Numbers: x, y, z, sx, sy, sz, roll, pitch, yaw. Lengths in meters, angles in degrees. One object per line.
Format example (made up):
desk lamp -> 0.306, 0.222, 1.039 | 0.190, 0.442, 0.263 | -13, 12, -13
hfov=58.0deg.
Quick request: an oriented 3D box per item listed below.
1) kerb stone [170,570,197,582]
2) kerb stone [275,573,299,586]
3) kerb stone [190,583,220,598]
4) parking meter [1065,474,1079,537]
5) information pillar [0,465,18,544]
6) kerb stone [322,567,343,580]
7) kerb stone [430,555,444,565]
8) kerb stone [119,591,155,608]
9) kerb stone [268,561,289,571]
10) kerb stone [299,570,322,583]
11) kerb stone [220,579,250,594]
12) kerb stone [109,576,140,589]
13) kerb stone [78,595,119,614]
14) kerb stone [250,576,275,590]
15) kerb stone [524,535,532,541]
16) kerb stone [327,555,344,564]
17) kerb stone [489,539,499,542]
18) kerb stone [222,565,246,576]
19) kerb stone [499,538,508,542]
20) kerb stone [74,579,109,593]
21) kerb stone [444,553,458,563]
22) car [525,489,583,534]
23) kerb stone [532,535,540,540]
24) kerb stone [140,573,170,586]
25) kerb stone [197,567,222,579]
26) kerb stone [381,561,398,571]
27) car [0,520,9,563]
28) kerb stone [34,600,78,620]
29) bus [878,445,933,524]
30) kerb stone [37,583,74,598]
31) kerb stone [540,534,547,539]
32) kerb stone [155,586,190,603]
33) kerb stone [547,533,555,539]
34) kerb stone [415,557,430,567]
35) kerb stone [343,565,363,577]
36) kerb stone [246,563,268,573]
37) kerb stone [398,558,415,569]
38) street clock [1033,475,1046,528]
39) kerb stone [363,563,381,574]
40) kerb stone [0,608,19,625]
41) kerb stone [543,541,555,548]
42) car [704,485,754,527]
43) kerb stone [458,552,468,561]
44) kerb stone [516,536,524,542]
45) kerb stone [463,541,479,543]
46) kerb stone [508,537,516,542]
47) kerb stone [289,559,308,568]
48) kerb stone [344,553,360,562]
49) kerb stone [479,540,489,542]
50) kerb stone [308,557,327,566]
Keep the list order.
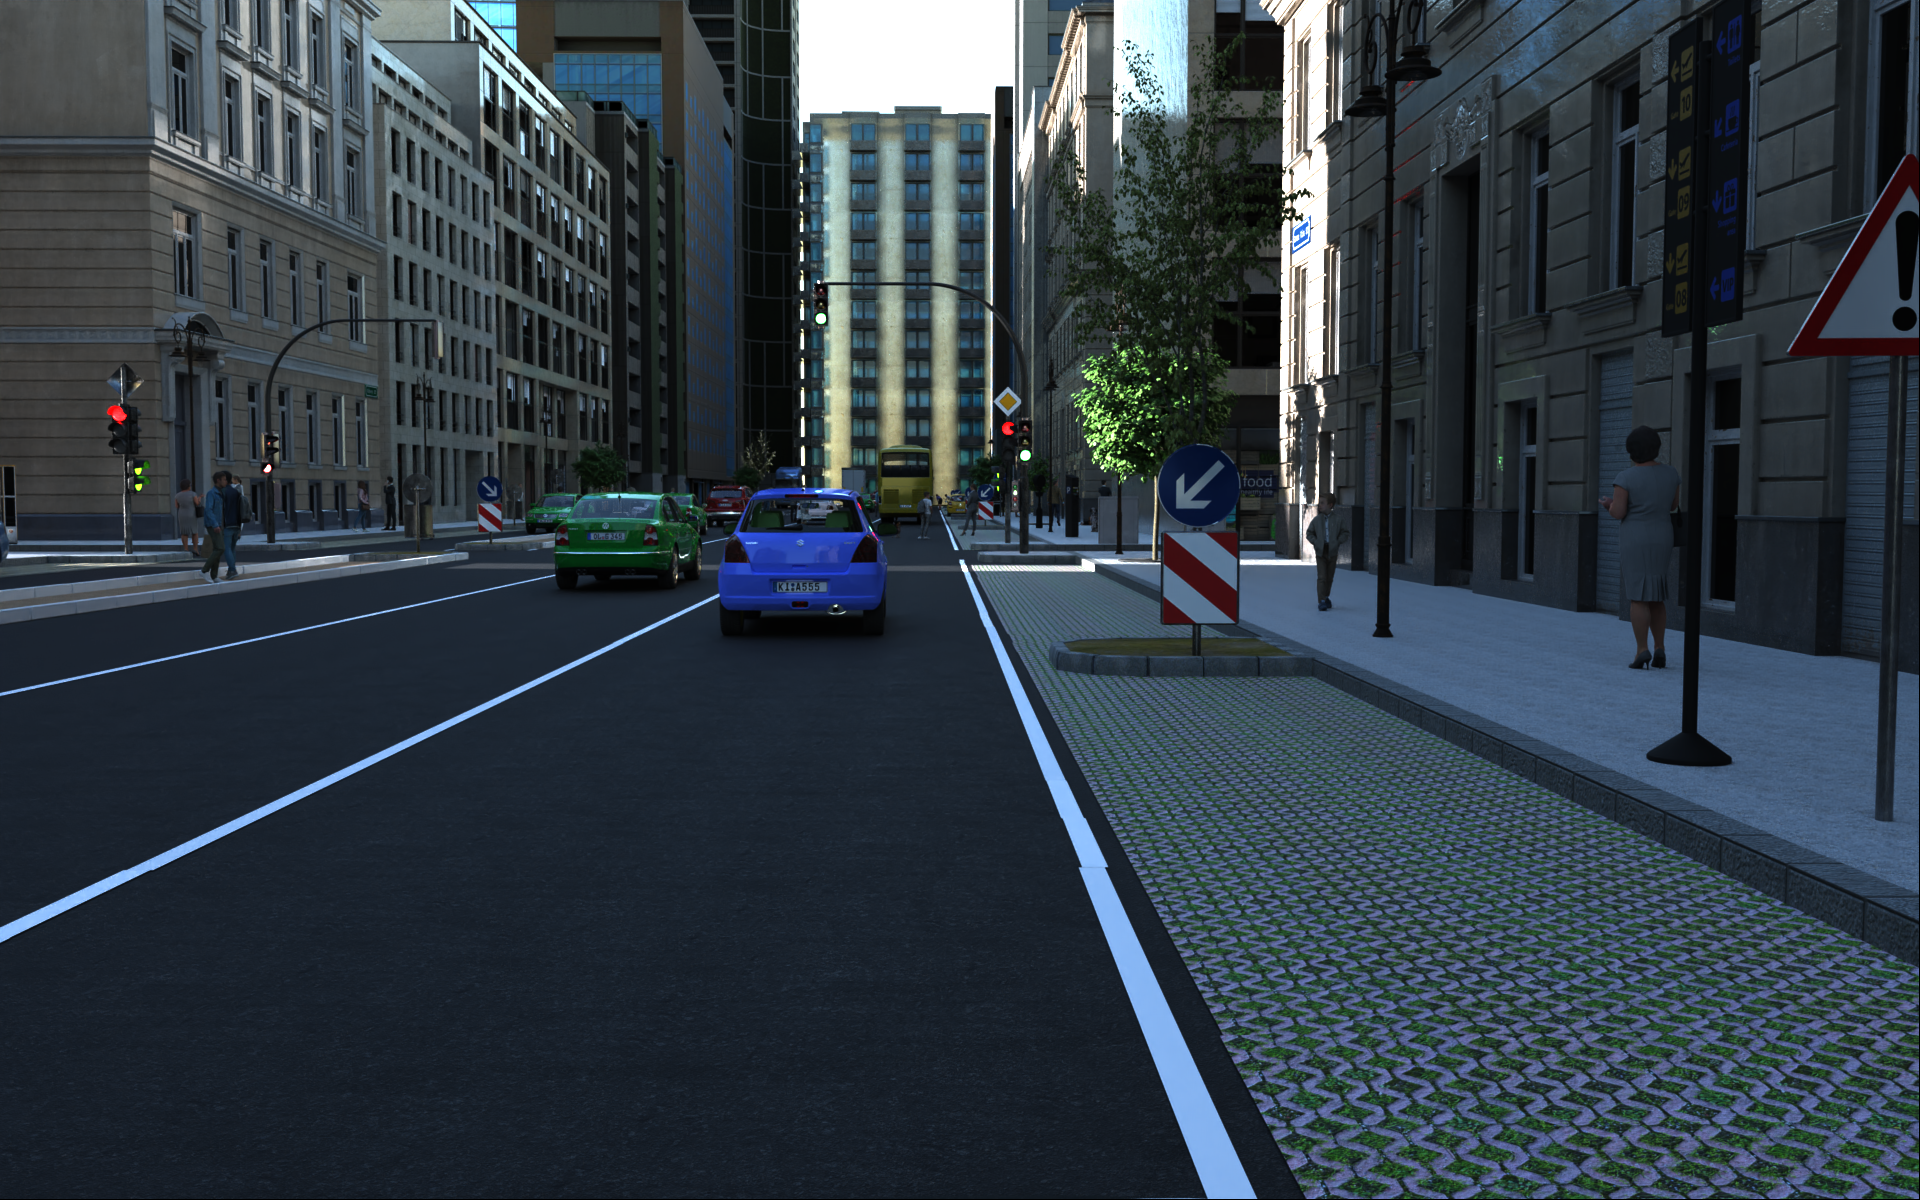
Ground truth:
kerb stone -> -12.820, -0.378, 28.368 | 0.120, 0.150, 1.000 | 0, 4, -1
kerb stone -> -10.701, -0.312, 27.309 | 0.120, 0.150, 1.000 | 0, 4, -1
kerb stone -> -10.653, -0.124, 24.236 | 0.120, 0.150, 1.000 | 0, 4, -1
parking meter -> 3.336, -2.801, 51.503 | 0.255, 1.863, 0.399 | -2, 4, -32
information pillar -> -24.284, -2.429, 44.202 | 0.304, 2.012, 0.304 | -3, 5, -42
kerb stone -> -10.730, -0.438, 29.353 | 0.120, 0.150, 1.000 | 0, 4, -1
kerb stone -> -10.832, -0.815, 35.514 | 0.120, 0.150, 1.000 | 0, 4, -1
kerb stone -> -10.631, 0.006, 22.190 | 0.120, 0.150, 1.000 | 0, 4, -1
kerb stone -> -12.876, -0.621, 32.467 | 0.120, 0.150, 1.000 | 0, 4, -1
kerb stone -> -10.712, -0.375, 28.331 | 0.120, 0.150, 1.000 | 0, 4, -1
kerb stone -> -10.661, -0.188, 25.265 | 0.120, 0.150, 1.000 | 0, 4, -1
kerb stone -> -12.790, -0.250, 26.316 | 0.120, 0.150, 1.000 | 0, 4, -1
kerb stone -> -10.605, 0.063, 21.161 | 0.120, 0.150, 1.000 | 0, 4, -1
kerb stone -> -10.680, -0.250, 26.287 | 0.120, 0.150, 1.000 | 0, 4, -1
kerb stone -> -13.190, -1.848, 52.407 | 0.120, 0.150, 1.000 | 0, 4, -1
kerb stone -> -12.932, -0.817, 35.546 | 0.120, 0.150, 1.000 | 0, 4, -1
kerb stone -> -13.123, -1.597, 48.301 | 0.120, 0.150, 1.000 | 0, 4, -1
kerb stone -> -12.854, -0.503, 30.423 | 0.120, 0.150, 1.000 | 0, 4, -1
kerb stone -> -13.144, -1.659, 49.329 | 0.120, 0.150, 1.000 | 0, 4, -1
kerb stone -> -12.763, -0.186, 25.286 | 0.120, 0.150, 1.000 | 0, 4, -1
kerb stone -> -10.848, -0.877, 36.537 | 0.120, 0.150, 1.000 | 0, 4, -1
car -> -14.768, -3.380, 64.064 | 1.959, 1.807, 4.718 | 0, 4, 1
kerb stone -> -13.207, -1.911, 53.435 | 0.120, 0.150, 1.000 | 0, 4, -1
kerb stone -> -12.802, -0.314, 27.346 | 0.120, 0.150, 1.000 | 0, 4, -1
kerb stone -> -12.834, -0.436, 29.396 | 0.120, 0.150, 1.000 | 0, 4, -1
kerb stone -> -10.780, -0.624, 32.436 | 0.120, 0.150, 1.000 | 0, 4, -1
car -> -17.607, -1.019, 28.662 | 2.014, 1.417, 4.499 | 0, 4, 0
kerb stone -> -10.593, 0.126, 20.139 | 0.120, 0.150, 1.000 | 0, 4, -1
bus -> -2.697, -5.776, 85.991 | 2.896, 3.916, 12.252 | 0, 4, -2
kerb stone -> -12.756, -0.126, 24.264 | 0.120, 0.150, 1.000 | 0, 4, -1
kerb stone -> -13.224, -1.966, 54.458 | 0.120, 0.150, 1.000 | 0, 4, -1
kerb stone -> -10.636, -0.059, 23.212 | 0.120, 0.150, 1.000 | 0, 4, -1
kerb stone -> -13.233, -2.033, 55.480 | 0.120, 0.150, 1.000 | 0, 4, -1
kerb stone -> -10.816, -0.751, 34.480 | 0.120, 0.150, 1.000 | 0, 4, -1
kerb stone -> -10.751, -0.501, 30.390 | 0.120, 0.150, 1.000 | 0, 4, -1
kerb stone -> -12.856, -0.560, 31.445 | 0.120, 0.150, 1.000 | 0, 4, -1
kerb stone -> -10.796, -0.689, 33.457 | 0.120, 0.150, 1.000 | 0, 4, -1
street clock -> 2.974, -3.690, 64.906 | 0.471, 2.002, 0.358 | -3, 5, -40
kerb stone -> -10.762, -0.564, 31.414 | 0.120, 0.150, 1.000 | 0, 4, -1
kerb stone -> -10.572, 0.189, 19.108 | 0.120, 0.150, 1.000 | 0, 4, -1
kerb stone -> -10.997, -1.468, 46.280 | 0.120, 0.150, 1.000 | 0, 4, -1
car -> -10.059, -4.175, 76.934 | 2.281, 1.827, 5.304 | 0, 4, 1
kerb stone -> -10.857, -0.940, 37.564 | 0.120, 0.150, 1.000 | 0, 4, -1
kerb stone -> -13.175, -1.785, 51.385 | 0.120, 0.150, 1.000 | 0, 4, -1
kerb stone -> -13.095, -1.471, 46.245 | 0.120, 0.150, 1.000 | 0, 4, -1
kerb stone -> -13.160, -1.722, 50.351 | 0.120, 0.150, 1.000 | 0, 4, -1
kerb stone -> -12.893, -0.690, 33.489 | 0.120, 0.150, 1.000 | 0, 4, -1
kerb stone -> -12.948, -0.878, 36.568 | 0.120, 0.150, 1.000 | 0, 4, -1
kerb stone -> -13.124, -1.534, 47.276 | 0.120, 0.150, 1.000 | 0, 4, -1
kerb stone -> -12.913, -0.754, 34.523 | 0.120, 0.150, 1.000 | 0, 4, -1
